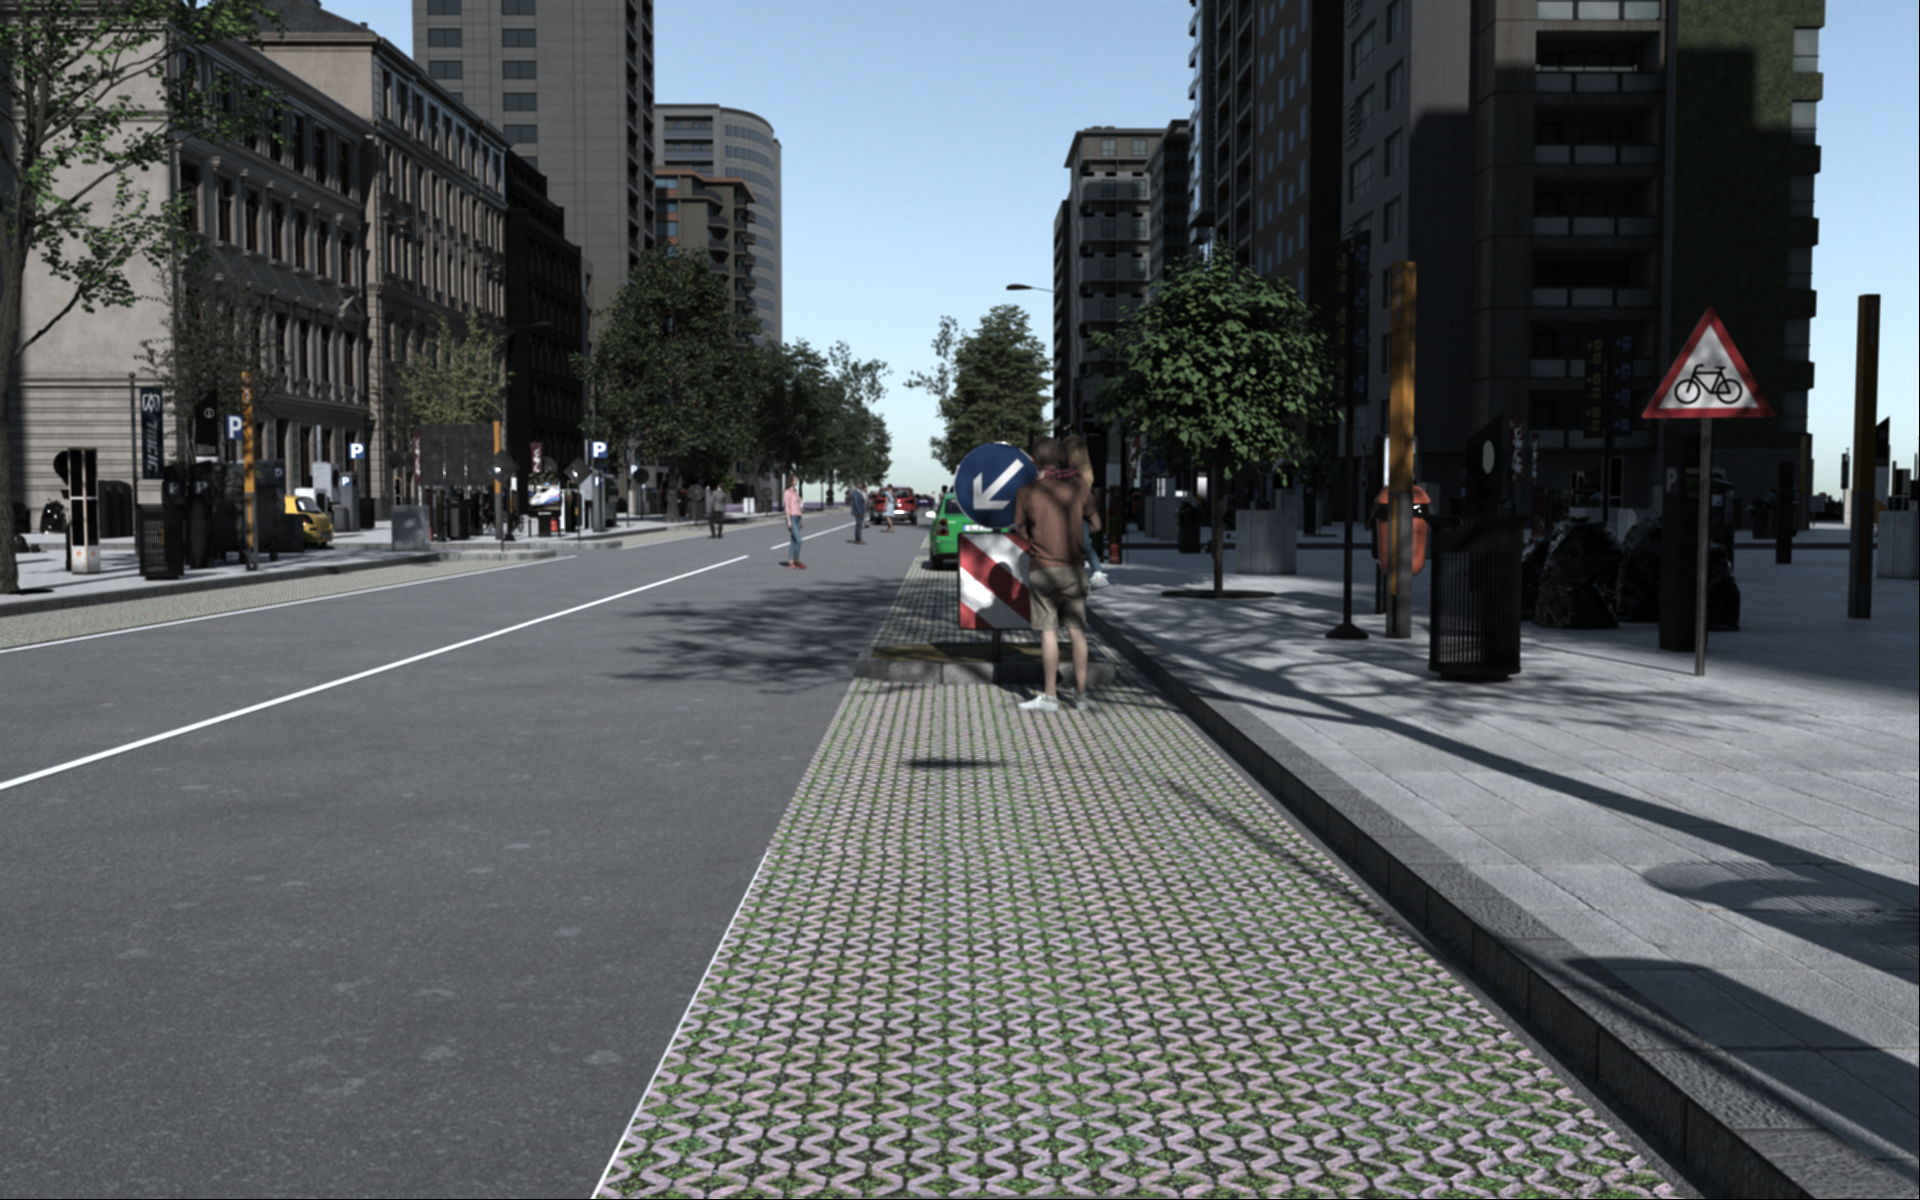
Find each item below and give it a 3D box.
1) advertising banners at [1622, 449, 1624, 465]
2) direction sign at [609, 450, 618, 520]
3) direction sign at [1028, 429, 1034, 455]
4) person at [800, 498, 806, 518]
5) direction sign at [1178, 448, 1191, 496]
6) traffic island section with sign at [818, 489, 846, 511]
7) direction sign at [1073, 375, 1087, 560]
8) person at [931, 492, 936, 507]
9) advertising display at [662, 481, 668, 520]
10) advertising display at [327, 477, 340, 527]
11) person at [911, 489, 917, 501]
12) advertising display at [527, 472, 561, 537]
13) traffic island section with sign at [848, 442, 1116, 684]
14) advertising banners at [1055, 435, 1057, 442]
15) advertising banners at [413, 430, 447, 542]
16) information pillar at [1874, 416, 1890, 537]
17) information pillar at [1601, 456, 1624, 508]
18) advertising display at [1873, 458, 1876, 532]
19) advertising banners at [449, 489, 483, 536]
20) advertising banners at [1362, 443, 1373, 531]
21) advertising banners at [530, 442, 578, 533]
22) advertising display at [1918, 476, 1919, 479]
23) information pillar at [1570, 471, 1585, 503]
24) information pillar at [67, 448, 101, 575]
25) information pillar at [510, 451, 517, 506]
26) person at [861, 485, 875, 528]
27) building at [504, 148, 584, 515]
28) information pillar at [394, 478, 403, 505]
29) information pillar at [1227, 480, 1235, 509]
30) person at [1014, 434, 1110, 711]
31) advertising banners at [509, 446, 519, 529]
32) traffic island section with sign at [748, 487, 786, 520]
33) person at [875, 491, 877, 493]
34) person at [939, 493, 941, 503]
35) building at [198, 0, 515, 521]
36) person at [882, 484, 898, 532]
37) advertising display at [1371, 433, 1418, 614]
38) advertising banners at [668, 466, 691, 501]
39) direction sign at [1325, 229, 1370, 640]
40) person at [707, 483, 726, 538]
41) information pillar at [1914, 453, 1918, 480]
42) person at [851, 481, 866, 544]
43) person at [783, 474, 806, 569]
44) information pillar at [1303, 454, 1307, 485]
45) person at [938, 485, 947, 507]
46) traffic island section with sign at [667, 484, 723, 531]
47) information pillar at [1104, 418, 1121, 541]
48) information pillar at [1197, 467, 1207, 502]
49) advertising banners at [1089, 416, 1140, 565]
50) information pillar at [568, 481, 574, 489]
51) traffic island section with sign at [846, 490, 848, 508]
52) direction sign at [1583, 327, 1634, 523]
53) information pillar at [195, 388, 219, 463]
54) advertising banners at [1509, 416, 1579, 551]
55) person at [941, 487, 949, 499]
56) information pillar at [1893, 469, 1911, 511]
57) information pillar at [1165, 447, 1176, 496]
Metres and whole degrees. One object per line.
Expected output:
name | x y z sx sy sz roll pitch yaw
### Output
advertising banners | 23.074 -3.926 60.377 0.090 3.025 2.074 1 4 22
direction sign | -17.253 -5.769 86.316 0.379 3.537 0.876 -3 4 -39
direction sign | 2.498 -4.214 60.896 0.379 3.537 0.876 0 4 -8
person | -9.515 -5.523 103.810 0.505 1.210 0.382 -2 4 -26
direction sign | 7.913 -4.229 61.148 0.379 3.537 0.876 -1 4 -22
traffic island section with sign | -10.946 -8.439 146.599 1.989 1.847 2.006 0 4 0
direction sign | 2.280 -2.538 33.489 0.379 3.537 0.876 0 4 -7
person | -2.985 -11.386 195.601 0.436 1.711 0.756 -1 4 -12
advertising display | -14.379 -4.896 85.255 0.123 1.923 0.974 1 4 18
advertising display | -23.762 -3.718 66.001 0.974 1.923 0.123 1 4 16
person | -3.346 -6.826 120.374 0.678 1.792 0.850 -1 4 -13
advertising display | -12.298 -2.815 51.247 0.974 1.923 0.123 -1 4 -14
traffic island section with sign | 0.172 -0.323 13.915 1.989 1.847 2.006 0 4 0
advertising banners | 2.724 -3.334 50.691 0.090 3.025 2.074 1 4 10
advertising banners | -14.309 -3.088 46.678 0.090 3.025 2.074 -3 4 -38
information pillar | 27.644 -3.714 52.071 0.504 3.616 0.183 2 4 33
information pillar | 12.779 -1.803 33.964 0.304 2.012 0.304 0 4 -6
advertising display | 16.254 -1.576 30.977 0.123 1.923 0.974 2 4 31
advertising banners | -15.383 -3.489 53.238 2.074 3.025 0.090 3 4 37
advertising banners | 14.323 -3.950 60.762 0.090 3.025 2.074 2 4 26
advertising banners | -13.580 -3.773 57.874 2.074 3.025 0.090 2 4 31
advertising display | 33.754 -3.368 60.276 0.974 1.923 0.123 -1 4 -13
information pillar | 19.901 -3.142 55.867 0.304 2.012 0.304 -2 4 -27
information pillar | -13.969 -1.415 27.627 0.304 2.012 0.304 1 4 14
information pillar | -22.336 -5.802 86.219 0.504 3.616 0.183 -1 4 -13
person | -4.044 -3.923 72.918 0.850 1.792 0.678 3 5 40
building | -32.565 -17.357 113.465 12.332 23.373 15.834 0 4 0
information pillar | -25.831 -4.599 79.687 0.304 2.012 0.304 -1 4 -10
information pillar | 14.248 -5.293 91.033 0.304 2.012 0.304 -1 4 -22
person | 0.687 -0.185 11.505 0.573 1.828 0.580 2 4 31
advertising banners | -16.421 -4.126 63.650 0.090 3.025 2.074 0 4 -5
traffic island section with sign | -10.595 -5.294 95.182 1.989 1.847 2.006 0 4 0
person | -9.947 -12.083 206.066 0.705 1.823 1.348 2 4 35
person | -2.981 -15.572 264.578 0.415 1.643 0.593 1 4 18
building | -33.002 -18.082 92.910 12.463 27.353 25.104 0 4 0
person | -2.574 -3.435 64.763 0.616 1.811 0.778 -2 4 -29
advertising display | 4.713 -0.830 18.783 0.123 1.923 0.974 3 4 36
advertising banners | -16.258 -6.449 101.623 2.074 3.025 0.090 -3 5 -42
direction sign | 3.454 -1.428 15.345 0.379 3.537 0.876 0 4 -5
person | -7.875 -2.900 56.094 0.592 1.802 0.473 -1 4 -21
information pillar | 55.110 -6.638 99.888 0.183 3.616 0.504 3 4 36
person | -2.923 -2.521 49.906 0.419 1.800 0.721 0 4 -5
person | -3.170 -1.499 33.022 0.388 1.821 0.555 1 4 11
information pillar | 15.408 -5.259 77.339 0.183 3.616 0.504 0 4 -4
person | -0.579 -3.893 72.420 0.850 1.792 0.678 -1 4 -9
traffic island section with sign | -10.411 -3.645 68.227 1.989 1.847 2.006 0 4 0
information pillar | 4.209 -3.442 47.626 0.504 3.616 0.183 -3 4 -38
information pillar | 11.915 -5.738 85.168 0.504 3.616 0.183 -1 4 -10
advertising banners | 2.834 -2.168 31.643 0.090 3.025 2.074 -1 4 -21
information pillar | -21.819 -5.669 97.176 0.304 2.012 0.304 0 4 -3
traffic island section with sign | -11.137 -10.087 173.553 1.989 1.847 2.006 0 4 0
direction sign | 8.944 -1.955 23.958 0.379 3.537 0.876 -2 4 -23
information pillar | -16.620 -2.871 38.296 0.504 3.616 0.183 0 4 2
advertising banners | 12.873 -2.576 38.308 0.090 3.025 2.074 -2 4 -27
person | -0.673 -4.633 84.210 0.622 1.834 0.822 2 4 34
information pillar | 27.419 -2.810 50.429 0.304 2.012 0.304 -2 4 -25
information pillar | 9.506 -5.307 78.122 0.504 3.616 0.183 2 4 25
